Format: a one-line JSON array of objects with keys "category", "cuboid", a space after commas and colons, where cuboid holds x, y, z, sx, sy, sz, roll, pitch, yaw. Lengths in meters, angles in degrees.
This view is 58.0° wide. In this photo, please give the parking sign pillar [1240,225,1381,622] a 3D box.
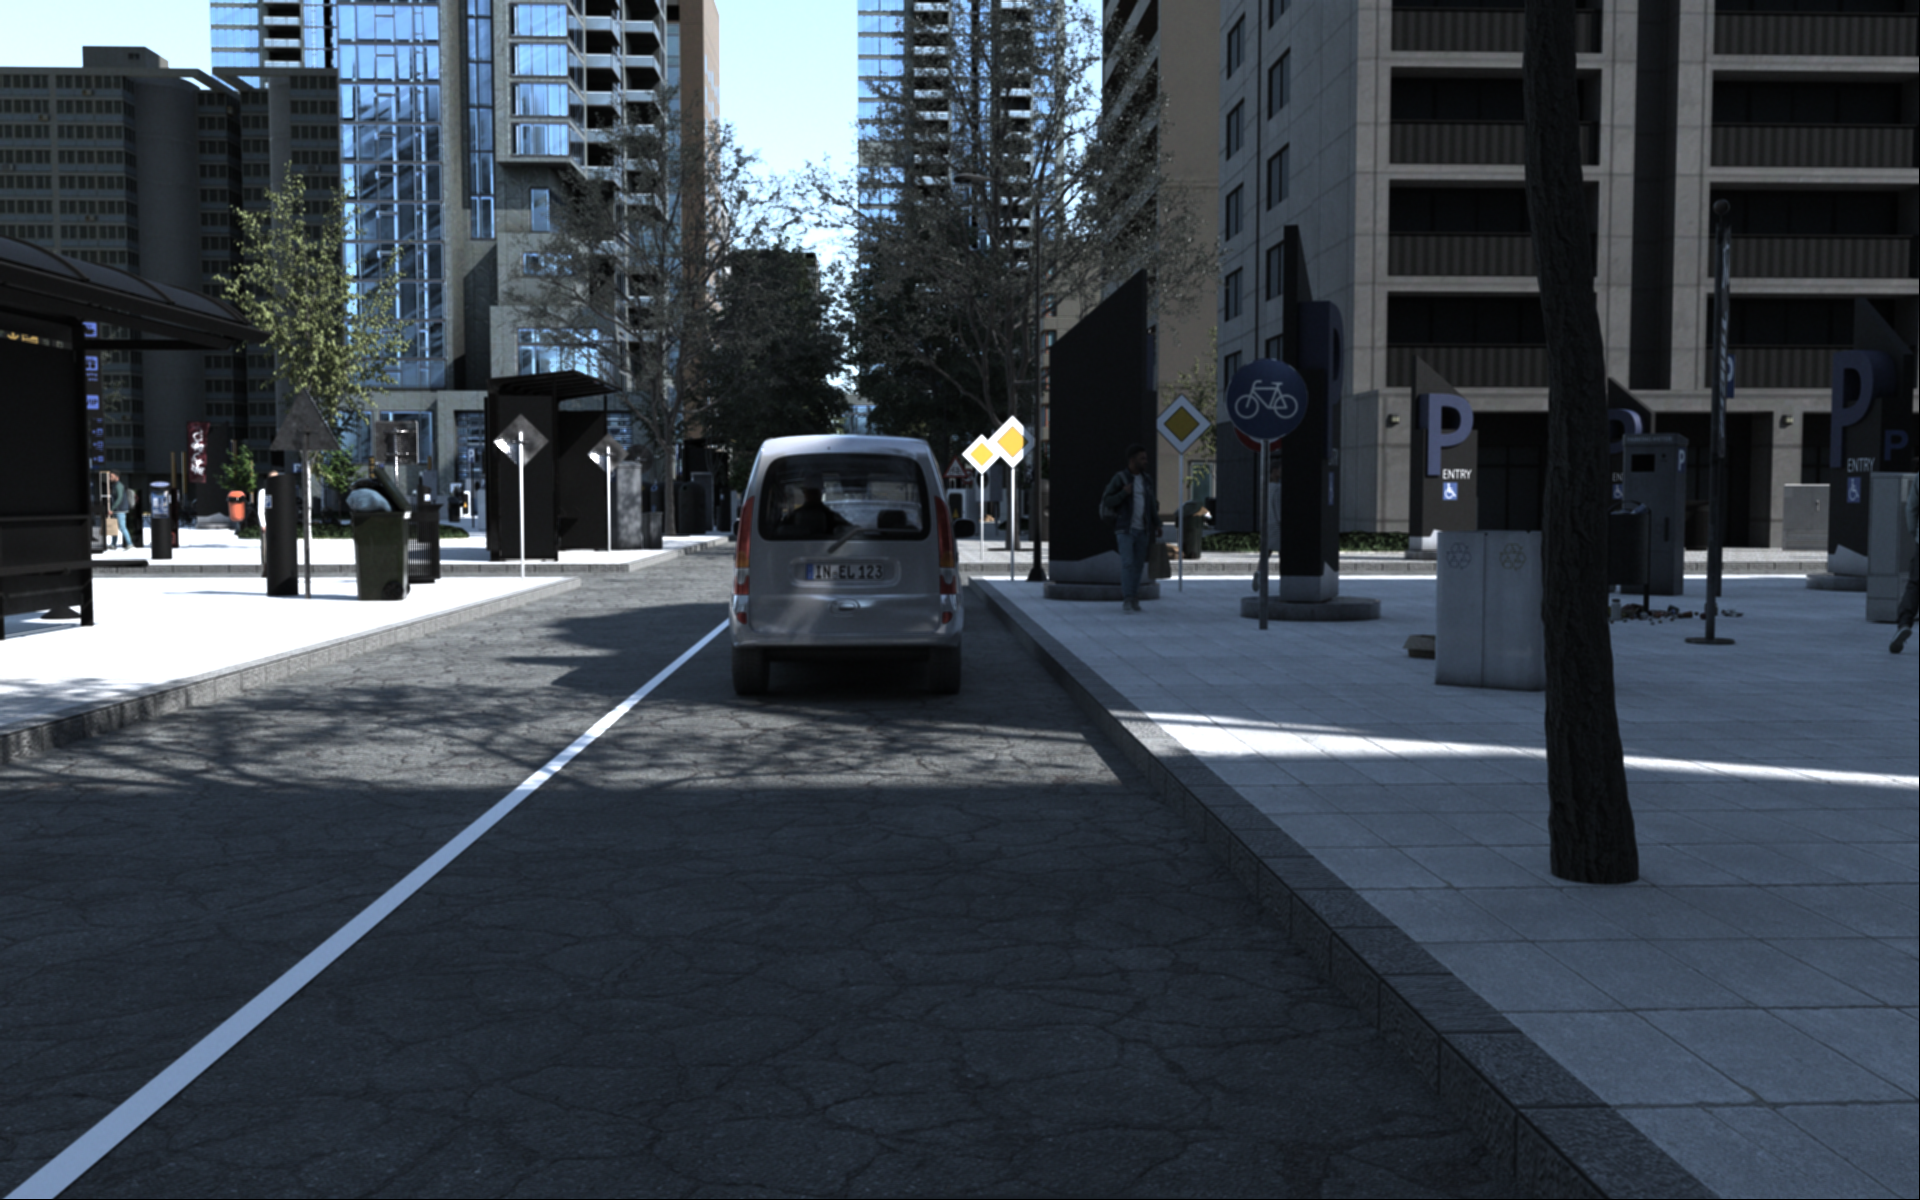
[{"category": "parking sign pillar", "cuboid": [3.664, -1.807, 18.016, 1.447, 3.967, 1.447, 1, 4, 20]}]

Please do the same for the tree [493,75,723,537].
[{"category": "tree", "cuboid": [-8.805, -8.649, 51.789, 12.009, 13.543, 11.850, 0, 3, 0]}]

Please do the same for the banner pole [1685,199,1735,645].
[{"category": "banner pole", "cuboid": [6.401, -1.504, 14.602, 0.401, 3.779, 0.863, 1, 4, 17]}]

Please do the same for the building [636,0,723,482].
[{"category": "building", "cuboid": [-27.699, -30.334, 146.072, 14.600, 45.320, 14.200, 0, 4, -3]}]

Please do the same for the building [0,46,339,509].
[{"category": "building", "cuboid": [-73.794, -28.400, 156.228, 23.993, 40.220, 32.217, 0, 4, -3]}]

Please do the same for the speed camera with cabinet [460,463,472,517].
[{"category": "speed camera with cabinet", "cuboid": [-28.160, -6.389, 98.803, 0.660, 3.252, 2.038, 1, 4, 17]}]

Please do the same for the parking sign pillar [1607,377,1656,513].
[{"category": "parking sign pillar", "cuboid": [15.127, -3.113, 39.367, 1.447, 3.967, 1.447, -2, 4, -25]}]

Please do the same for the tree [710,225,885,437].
[{"category": "tree", "cuboid": [-11.101, -16.167, 120.217, 12.611, 20.169, 13.585, 0, 3, 0]}]

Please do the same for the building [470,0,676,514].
[{"category": "building", "cuboid": [-31.347, -49.440, 121.019, 22.319, 86.520, 31.000, 0, 4, -3]}]

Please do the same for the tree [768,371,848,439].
[{"category": "tree", "cuboid": [-13.718, -14.471, 154.723, 7.486, 12.596, 7.792, 0, 3, 0]}]

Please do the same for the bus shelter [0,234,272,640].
[{"category": "bus shelter", "cuboid": [-7.659, -1.248, 14.326, 2.014, 3.302, 5.546, 0, 4, -3]}]

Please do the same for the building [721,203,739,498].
[{"category": "building", "cuboid": [-29.360, -24.191, 167.222, 14.107, 30.474, 14.160, 0, 4, -3]}]

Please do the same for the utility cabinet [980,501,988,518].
[{"category": "utility cabinet", "cuboid": [0.757, -4.675, 85.122, 1.173, 1.500, 0.318, 0, 4, 5]}]

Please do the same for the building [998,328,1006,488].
[{"category": "building", "cuboid": [18.021, -19.411, 162.414, 27.650, 21.520, 28.899, 0, 4, -3]}]

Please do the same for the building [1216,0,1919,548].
[{"category": "building", "cuboid": [19.594, -37.354, 48.991, 20.611, 71.187, 20.563, 0, 4, -3]}]

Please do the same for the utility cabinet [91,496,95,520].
[{"category": "utility cabinet", "cuboid": [-37.859, -3.880, 74.595, 1.020, 1.237, 0.306, 0, 4, 3]}]

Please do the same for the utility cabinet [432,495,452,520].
[{"category": "utility cabinet", "cuboid": [-25.519, -4.539, 85.370, 1.020, 1.237, 0.306, 0, 4, 7]}]

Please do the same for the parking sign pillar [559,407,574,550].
[{"category": "parking sign pillar", "cuboid": [-9.645, -3.153, 40.019, 1.447, 3.967, 1.447, 3, 4, 37]}]

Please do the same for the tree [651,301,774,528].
[{"category": "tree", "cuboid": [-9.144, -7.028, 65.268, 4.360, 8.622, 3.978, 0, 3, 0]}]

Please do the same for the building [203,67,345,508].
[{"category": "building", "cuboid": [-49.306, -28.426, 156.651, 23.993, 40.220, 32.217, 0, 4, -3]}]

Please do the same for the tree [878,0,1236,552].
[{"category": "tree", "cuboid": [1.058, -7.850, 38.717, 12.009, 13.543, 11.850, 0, 3, 0]}]

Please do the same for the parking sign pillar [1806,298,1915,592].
[{"category": "parking sign pillar", "cuboid": [12.194, -2.124, 23.201, 1.447, 3.967, 1.447, 0, 4, 0]}]

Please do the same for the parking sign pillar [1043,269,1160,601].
[{"category": "parking sign pillar", "cuboid": [1.751, -2.008, 21.309, 1.447, 3.967, 1.447, 2, 4, 34]}]

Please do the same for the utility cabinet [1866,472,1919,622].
[{"category": "utility cabinet", "cuboid": [9.575, -0.542, 17.542, 1.173, 1.500, 0.318, -3, 5, -44]}]

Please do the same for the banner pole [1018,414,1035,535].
[{"category": "banner pole", "cuboid": [2.032, -3.901, 53.793, 0.863, 3.779, 0.401, 3, 5, 41]}]

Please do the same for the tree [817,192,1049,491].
[{"category": "tree", "cuboid": [-0.568, -10.189, 73.241, 9.857, 13.997, 8.962, 0, 3, 0]}]

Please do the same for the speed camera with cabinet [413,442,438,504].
[{"category": "speed camera with cabinet", "cuboid": [-20.644, -4.432, 66.798, 0.660, 3.252, 2.038, -2, 4, -28]}]

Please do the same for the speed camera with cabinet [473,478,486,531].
[{"category": "speed camera with cabinet", "cuboid": [-16.369, -4.118, 61.662, 0.660, 3.252, 2.038, 1, 4, 19]}]

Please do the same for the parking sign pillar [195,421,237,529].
[{"category": "parking sign pillar", "cuboid": [-27.532, -4.620, 64.011, 1.447, 3.967, 1.447, 1, 4, 9]}]

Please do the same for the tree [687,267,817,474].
[{"category": "tree", "cuboid": [-9.978, -11.425, 93.450, 9.857, 13.997, 8.962, 0, 3, 0]}]

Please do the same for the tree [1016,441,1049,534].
[{"category": "tree", "cuboid": [2.457, -3.768, 56.206, 1.663, 3.219, 1.824, 0, 3, 0]}]

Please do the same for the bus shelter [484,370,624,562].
[{"category": "bus shelter", "cuboid": [-8.281, -2.726, 35.852, 1.731, 3.624, 6.357, 0, 4, -2]}]

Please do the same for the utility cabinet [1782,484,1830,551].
[{"category": "utility cabinet", "cuboid": [19.055, -1.837, 38.710, 1.173, 1.500, 0.318, 2, 4, 30]}]

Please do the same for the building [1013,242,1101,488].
[{"category": "building", "cuboid": [18.860, -17.648, 133.578, 27.650, 21.520, 28.899, 0, 4, -3]}]

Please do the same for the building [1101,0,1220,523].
[{"category": "building", "cuboid": [19.081, -28.371, 87.573, 21.300, 48.544, 21.600, 0, 4, -3]}]

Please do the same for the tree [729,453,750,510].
[{"category": "tree", "cuboid": [-10.232, -5.343, 81.954, 1.663, 3.219, 1.824, 0, 3, 0]}]

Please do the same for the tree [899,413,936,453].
[{"category": "tree", "cuboid": [-3.724, -11.653, 140.892, 4.737, 8.622, 4.395, 0, 3, 0]}]

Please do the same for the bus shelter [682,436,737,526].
[{"category": "bus shelter", "cuboid": [-10.473, -4.979, 72.694, 1.731, 3.624, 6.357, 0, 4, -3]}]

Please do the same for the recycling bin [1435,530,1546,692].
[{"category": "recycling bin", "cuboid": [3.687, 0.053, 11.686, 0.722, 1.027, 0.722, 3, 5, 40]}]

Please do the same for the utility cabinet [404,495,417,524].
[{"category": "utility cabinet", "cuboid": [-19.543, -3.042, 60.901, 1.020, 1.237, 0.306, 2, 4, 29]}]

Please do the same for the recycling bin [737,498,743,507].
[{"category": "recycling bin", "cuboid": [-12.576, -5.285, 98.962, 0.722, 1.027, 0.722, 1, 4, 17]}]

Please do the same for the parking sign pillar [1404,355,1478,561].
[{"category": "parking sign pillar", "cuboid": [9.445, -2.773, 33.810, 1.447, 3.967, 1.447, -1, 4, -23]}]

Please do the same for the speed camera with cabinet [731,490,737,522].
[{"category": "speed camera with cabinet", "cuboid": [-11.065, -5.150, 78.539, 0.660, 3.252, 2.038, 3, 5, 41]}]

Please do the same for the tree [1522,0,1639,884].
[{"category": "tree", "cuboid": [1.833, -4.358, 5.674, 7.601, 10.594, 8.767, 2, 4, 26]}]

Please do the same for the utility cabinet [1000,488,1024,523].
[{"category": "utility cabinet", "cuboid": [2.044, -3.633, 68.083, 0.318, 1.500, 1.173, -3, 4, -37]}]

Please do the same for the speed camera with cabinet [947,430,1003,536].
[{"category": "speed camera with cabinet", "cuboid": [0.438, -3.628, 53.659, 0.660, 3.252, 2.038, -3, 5, -41]}]
